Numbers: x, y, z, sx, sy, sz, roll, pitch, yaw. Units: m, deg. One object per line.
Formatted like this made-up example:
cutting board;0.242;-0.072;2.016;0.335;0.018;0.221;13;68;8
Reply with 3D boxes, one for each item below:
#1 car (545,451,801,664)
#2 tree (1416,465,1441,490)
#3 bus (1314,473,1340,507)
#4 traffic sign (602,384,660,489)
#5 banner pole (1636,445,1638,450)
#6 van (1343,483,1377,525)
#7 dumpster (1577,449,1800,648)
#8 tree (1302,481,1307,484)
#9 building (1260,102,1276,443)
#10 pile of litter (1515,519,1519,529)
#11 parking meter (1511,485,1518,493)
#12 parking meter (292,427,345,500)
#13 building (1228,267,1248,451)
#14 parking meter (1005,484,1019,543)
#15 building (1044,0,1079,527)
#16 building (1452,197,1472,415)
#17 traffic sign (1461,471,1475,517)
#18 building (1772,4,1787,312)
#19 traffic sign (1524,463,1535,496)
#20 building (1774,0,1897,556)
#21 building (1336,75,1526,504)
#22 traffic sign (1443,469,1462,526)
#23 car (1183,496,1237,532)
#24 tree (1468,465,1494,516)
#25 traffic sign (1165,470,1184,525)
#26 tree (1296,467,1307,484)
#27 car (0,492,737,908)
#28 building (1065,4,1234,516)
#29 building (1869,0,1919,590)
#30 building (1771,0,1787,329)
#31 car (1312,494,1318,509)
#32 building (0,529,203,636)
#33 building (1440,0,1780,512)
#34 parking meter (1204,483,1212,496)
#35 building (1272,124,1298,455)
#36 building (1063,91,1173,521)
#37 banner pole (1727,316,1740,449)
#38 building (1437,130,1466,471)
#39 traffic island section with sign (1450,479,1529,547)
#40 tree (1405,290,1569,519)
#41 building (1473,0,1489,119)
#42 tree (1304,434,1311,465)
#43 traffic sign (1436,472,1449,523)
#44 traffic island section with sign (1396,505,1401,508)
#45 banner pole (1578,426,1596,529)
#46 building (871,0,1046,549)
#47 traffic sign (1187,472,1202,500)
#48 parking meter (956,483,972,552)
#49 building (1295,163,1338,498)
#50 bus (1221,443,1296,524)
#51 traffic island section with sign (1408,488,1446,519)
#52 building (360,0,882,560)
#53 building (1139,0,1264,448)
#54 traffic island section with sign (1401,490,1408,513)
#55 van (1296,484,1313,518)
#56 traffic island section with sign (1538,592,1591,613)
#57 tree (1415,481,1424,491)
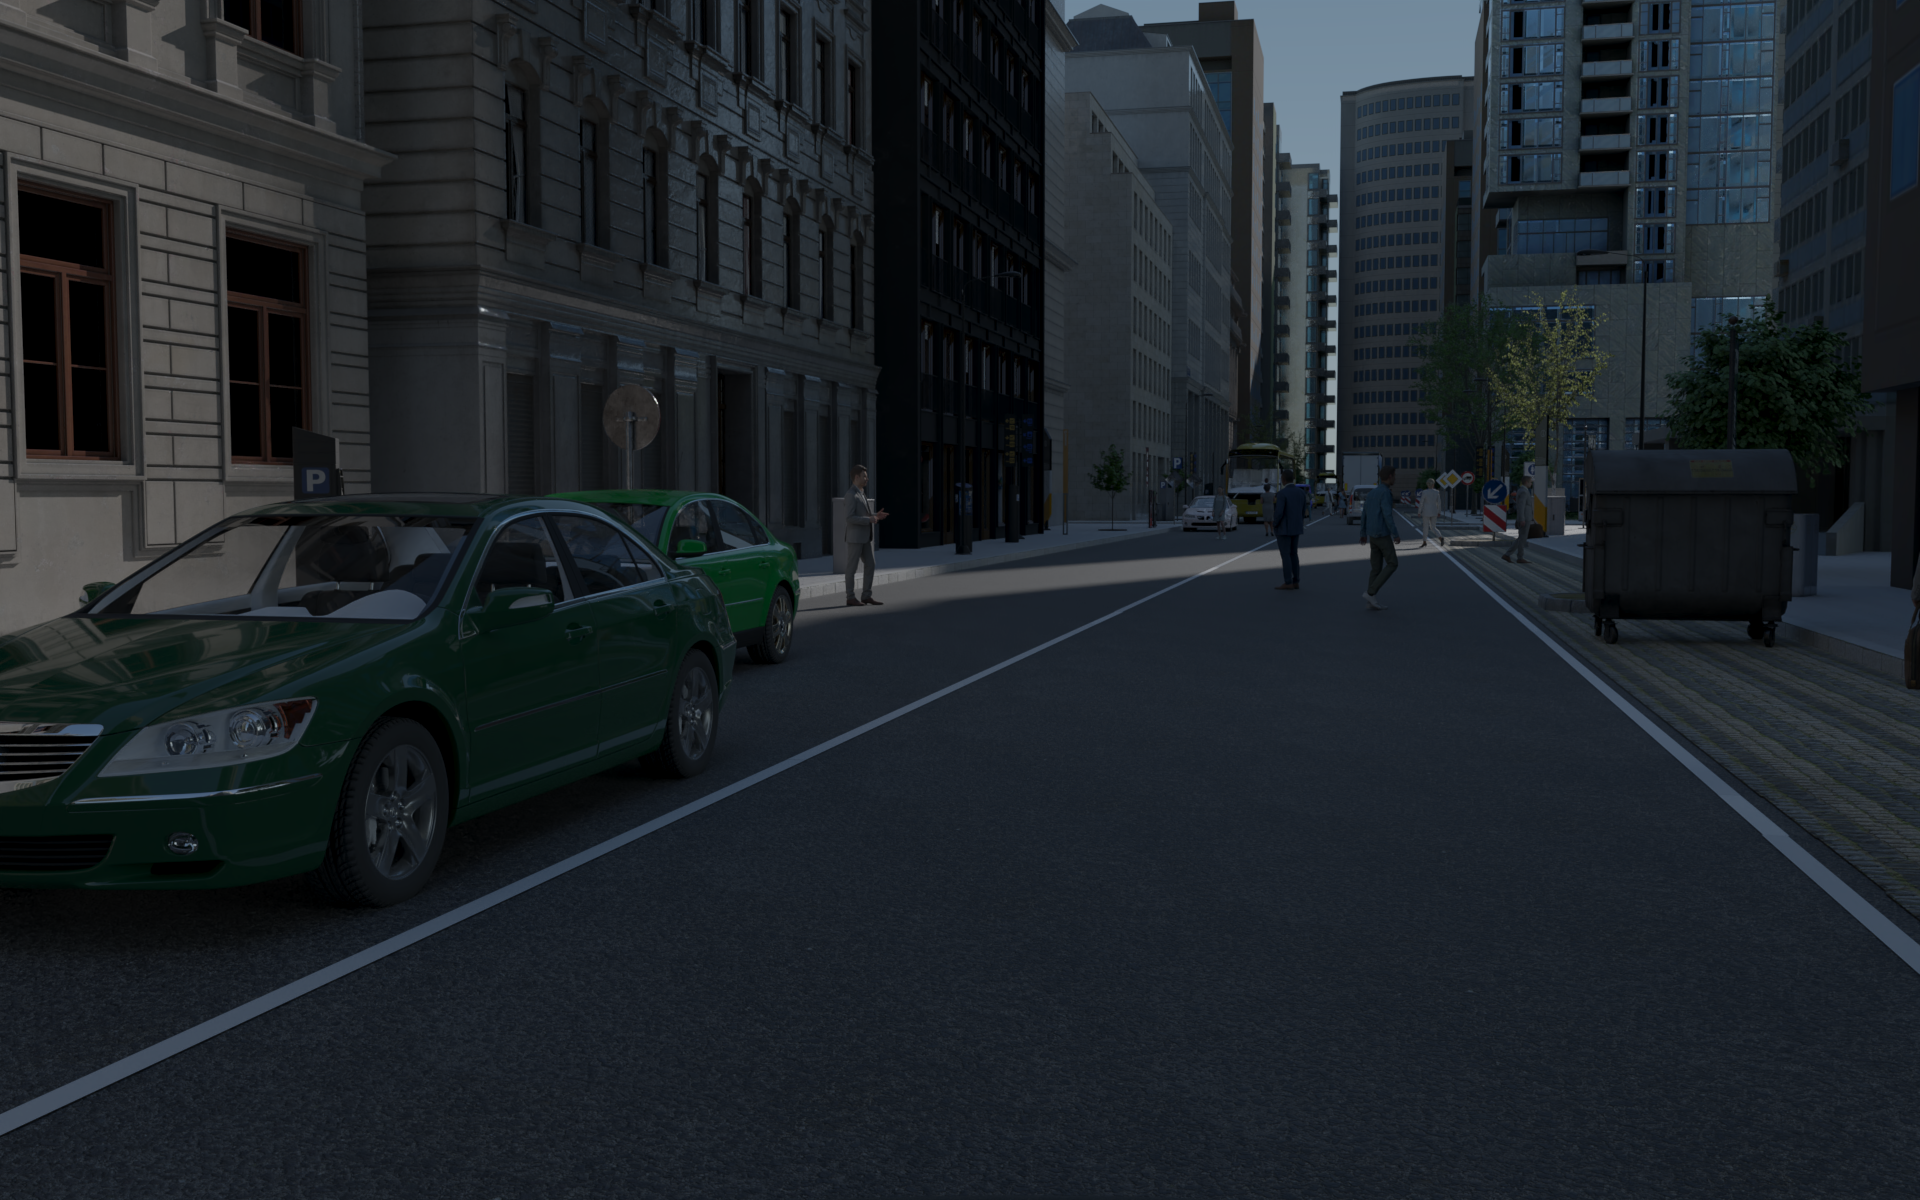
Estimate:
car;-2.661;-0.287;13.497;1.959;1.807;4.718;1;4;13
tree;53.406;-13.005;196.347;4.285;4.588;4.351;0;3;0
bus;42.855;-12.873;202.020;2.896;3.916;12.252;1;4;13
traffic sign;-3.834;-1.225;20.129;0.768;2.556;0.104;1;4;21
banner pole;30.415;-5.323;77.054;0.401;3.779;0.863;-3;5;-39
van;19.029;-4.545;81.325;2.013;2.044;4.112;1;4;11
dumpster;6.980;-0.519;16.708;1.865;1.857;1.264;1;4;15
tree;43.724;-13.883;221.581;1.663;3.219;1.824;0;3;0
building;24.669;-30.196;177.305;14.154;41.232;14.086;1;4;13
pile of litter;20.885;-3.014;63.251;1.719;0.858;1.176;-3;5;-43
parking meter;36.303;-6.587;113.413;0.399;1.863;0.255;0;4;5
parking meter;-5.605;-0.579;15.175;0.399;1.863;0.255;-1;4;-13
building;15.758;-18.295;140.929;13.314;21.916;24.055;1;4;13
parking meter;1.375;-2.287;45.797;0.372;1.533;0.369;0;3;0
building;-7.864;-17.135;67.541;23.554;28.519;14.401;1;4;13
building;55.347;-24.311;169.189;14.160;30.474;14.107;1;4;13
traffic sign;28.237;-5.889;96.398;0.768;2.556;0.104;1;4;17
building;56.081;-28.372;83.493;30.456;49.044;23.786;1;4;13
traffic sign;18.236;-3.239;55.085;0.606;2.300;0.079;1;4;18
building;33.693;-21.269;39.622;32.217;40.220;23.993;1;4;13
building;67.156;-42.780;241.457;28.212;58.520;21.231;1;4;13
traffic sign;19.863;-4.053;69.903;0.795;2.450;0.064;1;4;13
car;9.766;-3.368;67.435;2.083;1.381;4.827;1;4;13
tree;30.468;-6.524;101.262;1.663;3.219;1.824;0;3;0
traffic sign;8.982;-4.213;72.528;0.795;2.450;0.064;1;4;13
tree;34.666;-12.093;181.434;4.285;4.588;4.351;0;3;0
car;-2.506;0.253;7.656;2.131;1.459;4.920;1;4;13
building;11.109;-20.567;113.755;11.434;29.767;29.804;1;4;13
building;17.721;-22.295;14.632;14.600;45.320;14.200;1;4;13
building;88.608;-46.805;203.509;20.611;71.187;20.563;1;4;13
car;34.276;-9.808;170.582;2.015;1.641;3.980;1;4;13
building;-14.253;-10.745;11.845;11.583;22.565;21.152;1;4;13
building;49.076;-50.030;130.657;22.319;86.520;31.000;1;4;13
parking meter;12.793;-5.117;89.367;0.399;1.863;0.255;3;5;41
building;25.583;-36.514;216.612;30.456;49.044;23.786;1;4;13
building;5.032;-14.481;91.521;10.420;20.320;16.860;1;4;13
banner pole;10.981;-2.117;24.630;0.401;3.779;0.863;2;4;32
building;66.248;-34.397;212.503;14.600;45.320;14.200;1;4;13
traffic island section with sign;14.537;-2.385;47.625;1.989;1.847;2.006;1;4;13
tree;27.217;-10.020;89.590;9.928;11.665;9.643;0;3;0
building;53.044;-30.833;154.234;14.600;45.320;14.200;1;4;13
tree;37.235;-14.889;193.799;4.737;8.622;4.395;0;3;0
traffic sign;21.728;-4.528;77.668;0.795;2.450;0.064;1;4;13
traffic island section with sign;45.537;-10.279;176.688;1.989;1.847;2.006;1;4;13
banner pole;23.284;-4.535;64.166;0.863;3.779;0.401;-2;4;-34
building;-5.118;-13.403;48.825;12.332;23.373;15.834;1;4;13
traffic sign;10.847;-4.688;80.293;0.795;2.450;0.064;1;4;13
parking meter;0.087;-1.815;38.086;0.372;1.533;0.369;0;3;0
building;38.815;-38.569;250.215;30.456;49.044;23.786;1;4;13
bus;15.187;-5.837;86.990;2.896;3.916;12.252;1;4;15
traffic island section with sign;27.513;-5.690;101.658;1.989;1.847;2.006;1;4;13
building;-8.466;-11.117;30.911;9.793;20.994;18.267;1;4;13
building;20.962;-31.374;163.079;14.600;45.320;14.200;1;4;13
traffic island section with sign;33.932;-7.324;128.376;1.989;1.847;2.006;1;4;13
van;20.080;-6.109;104.272;2.240;2.365;5.245;1;4;15
traffic island section with sign;8.241;-0.780;21.385;1.989;1.847;2.006;1;4;13
tree;56.266;-13.318;212.351;1.663;3.219;1.824;0;3;0
